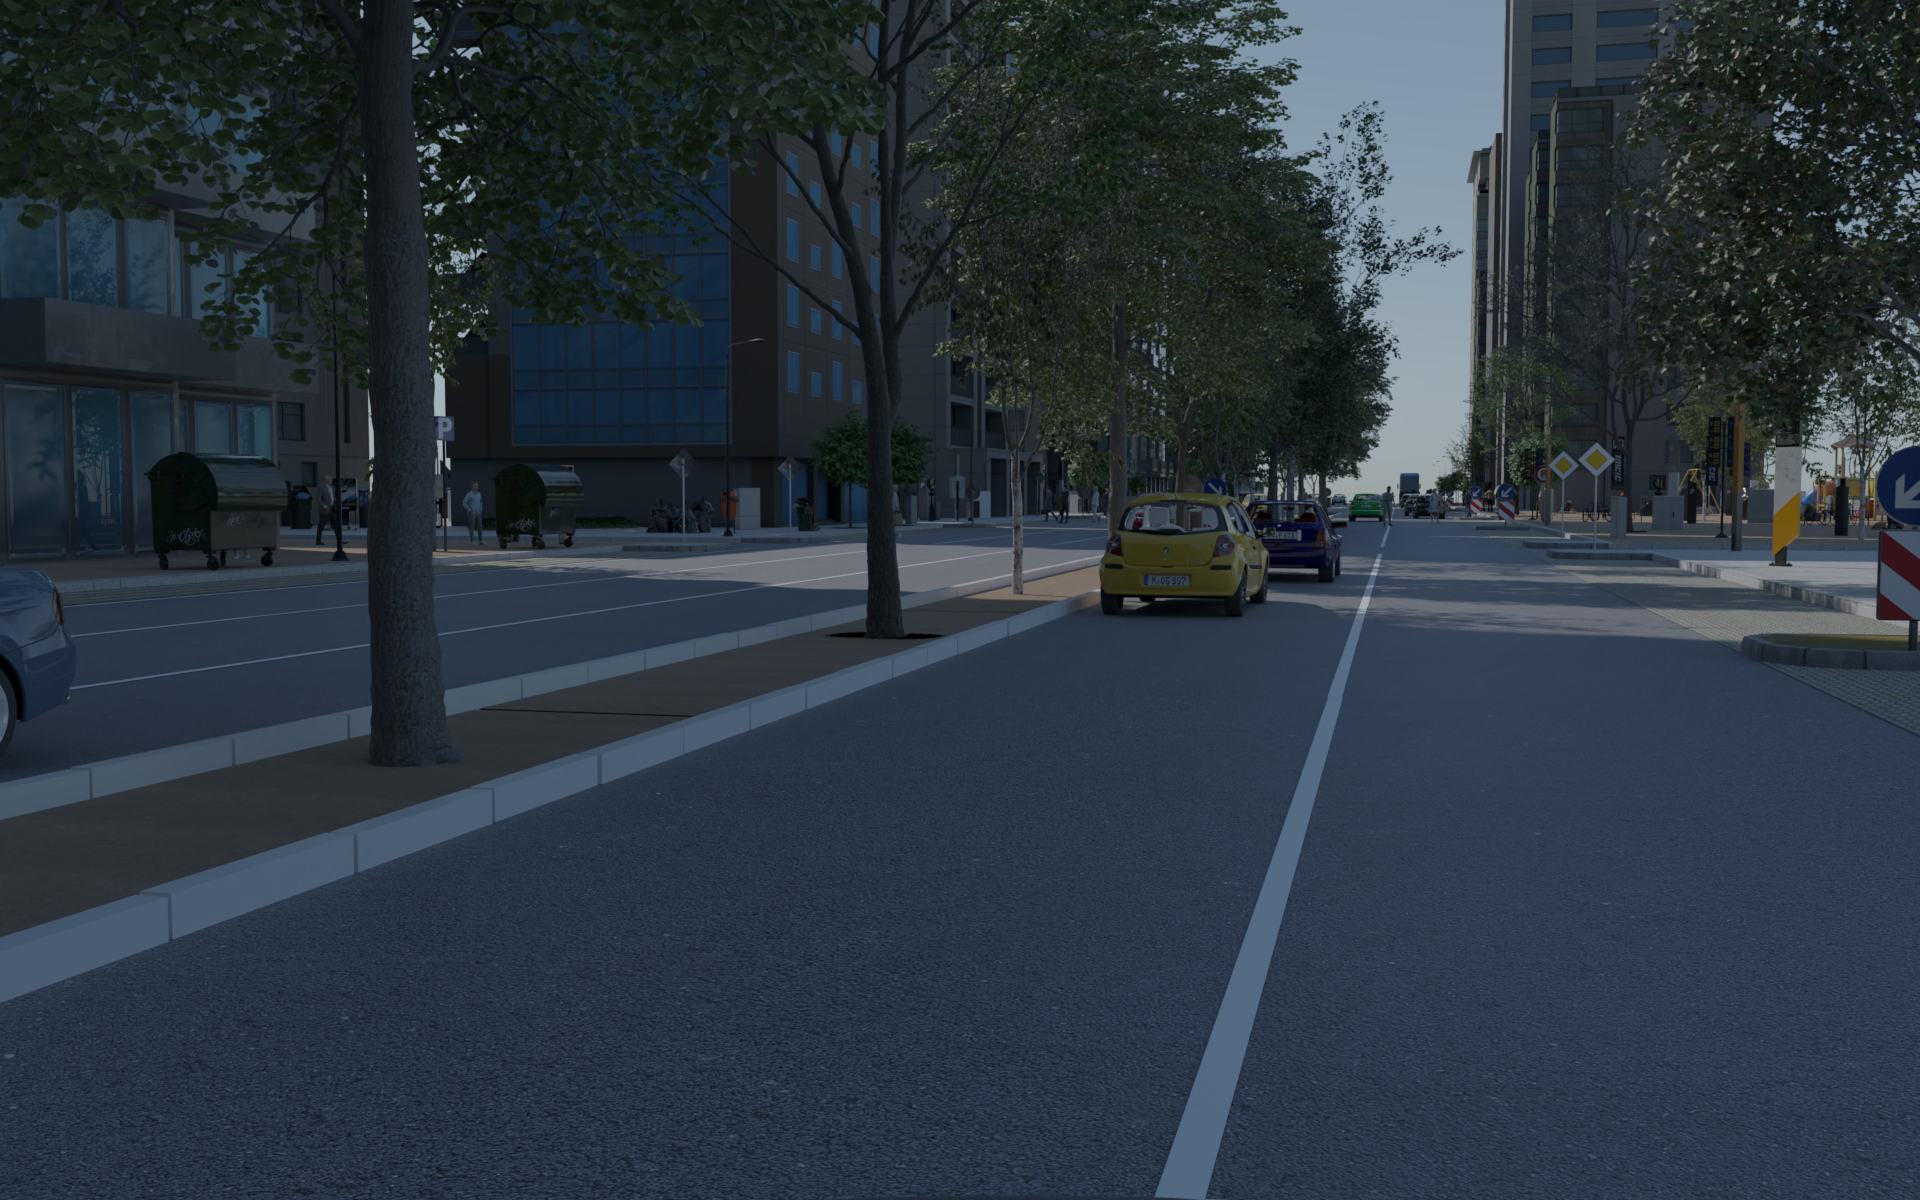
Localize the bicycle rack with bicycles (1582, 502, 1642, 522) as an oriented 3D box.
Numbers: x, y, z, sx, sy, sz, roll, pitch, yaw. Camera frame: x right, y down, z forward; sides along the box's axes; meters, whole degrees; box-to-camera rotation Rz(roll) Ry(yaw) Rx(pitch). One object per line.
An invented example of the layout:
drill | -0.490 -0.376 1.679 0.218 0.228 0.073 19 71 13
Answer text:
bicycle rack with bicycles | 29.799 -4.055 79.684 2.925 0.926 2.852 -2 4 -24

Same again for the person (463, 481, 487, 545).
person | -12.160 -2.172 43.374 0.330 1.601 0.589 3 5 44

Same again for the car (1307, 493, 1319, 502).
car | 31.732 -8.923 154.931 2.155 1.783 4.494 1 4 16

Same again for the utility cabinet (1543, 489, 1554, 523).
utility cabinet | 25.474 -4.056 74.997 0.318 1.500 1.173 1 4 23

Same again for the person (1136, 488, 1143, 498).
person | 11.134 -6.030 107.269 0.419 1.800 0.721 1 4 21

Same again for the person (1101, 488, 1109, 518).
person | 8.844 -5.850 104.570 0.576 1.772 0.534 -1 4 -19

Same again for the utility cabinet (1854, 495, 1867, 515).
utility cabinet | 49.012 -5.074 94.116 0.306 1.237 1.020 0 4 -6

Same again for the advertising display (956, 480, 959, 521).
advertising display | -0.107 -4.722 82.411 0.123 1.923 0.974 0 4 2

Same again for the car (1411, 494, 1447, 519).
car | 27.383 -5.584 101.091 2.009 1.686 4.222 1 4 13

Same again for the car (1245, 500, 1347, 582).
car | 5.592 -1.040 29.584 1.945 1.354 3.894 1 4 15

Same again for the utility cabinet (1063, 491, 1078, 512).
utility cabinet | 7.636 -6.894 121.393 1.173 1.500 0.318 0 4 -8

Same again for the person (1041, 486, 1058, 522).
person | 4.609 -4.918 88.868 0.822 1.834 0.622 1 4 19

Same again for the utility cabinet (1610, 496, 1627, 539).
utility cabinet | 19.143 -2.395 50.324 0.306 1.237 1.020 1 4 11

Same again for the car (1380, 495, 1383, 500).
car | 38.433 -8.981 159.196 2.083 1.381 4.827 1 4 13

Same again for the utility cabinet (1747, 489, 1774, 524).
utility cabinet | 34.616 -4.036 74.664 1.173 1.500 0.318 3 5 43

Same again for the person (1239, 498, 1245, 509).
person | 9.205 -2.698 56.856 0.306 1.304 0.590 -1 4 -13

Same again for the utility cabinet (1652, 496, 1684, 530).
utility cabinet | 25.219 -3.091 61.698 1.020 1.237 0.306 2 4 25

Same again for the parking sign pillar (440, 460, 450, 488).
parking sign pillar | -40.526 -9.074 136.834 1.447 3.967 1.447 1 4 16

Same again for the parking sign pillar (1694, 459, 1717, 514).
parking sign pillar | 47.740 -7.492 110.969 1.447 3.967 1.447 2 4 26

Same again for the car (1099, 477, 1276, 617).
car | 2.900 -0.708 21.803 2.015 1.641 3.980 1 4 16

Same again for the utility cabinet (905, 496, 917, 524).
utility cabinet | -2.079 -3.834 73.845 0.306 1.237 1.020 -1 4 -16

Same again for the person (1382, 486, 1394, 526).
person | 19.212 -4.221 77.695 0.511 1.800 0.466 -1 4 -16

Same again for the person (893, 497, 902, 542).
person | -2.068 -2.539 50.757 0.760 1.731 0.466 1 4 9

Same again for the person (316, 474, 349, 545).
person | -15.831 -2.269 43.545 0.834 1.777 0.661 1 4 11

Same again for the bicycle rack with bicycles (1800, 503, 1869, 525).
bicycle rack with bicycles | 36.073 -3.549 71.400 2.852 0.926 2.925 0 4 2

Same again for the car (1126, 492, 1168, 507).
car | 6.391 -2.850 55.638 2.155 1.783 4.494 1 4 13

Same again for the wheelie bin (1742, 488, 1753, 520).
wheelie bin | 38.578 -4.716 85.013 0.693 1.594 0.980 -2 4 -28

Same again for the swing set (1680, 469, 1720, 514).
swing set | 46.045 -6.795 108.719 2.862 2.851 3.119 1 4 13

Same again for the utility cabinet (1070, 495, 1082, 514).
utility cabinet | 7.634 -6.278 113.804 0.306 1.237 1.020 -2 4 -34

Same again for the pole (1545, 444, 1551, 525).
pole | 24.041 -4.708 70.818 0.158 3.312 0.155 0 3 0

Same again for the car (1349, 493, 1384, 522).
car | 21.590 -5.079 91.839 1.959 1.807 4.718 1 4 15

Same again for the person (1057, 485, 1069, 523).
person | 5.115 -4.736 85.300 0.474 1.900 0.648 -2 4 -26

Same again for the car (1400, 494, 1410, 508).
car | 45.372 -10.089 174.743 2.009 1.686 4.222 1 4 16

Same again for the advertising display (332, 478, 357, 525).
advertising display | -25.176 -4.015 70.853 0.974 1.923 0.123 -1 4 -11

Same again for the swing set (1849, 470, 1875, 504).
swing set | 58.156 -6.939 111.069 2.862 2.851 3.119 1 4 22

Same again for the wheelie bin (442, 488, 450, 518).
wheelie bin | -27.056 -5.121 91.642 0.693 1.594 0.980 0 4 -2

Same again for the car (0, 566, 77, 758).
car | -6.169 0.259 7.774 2.014 1.417 4.499 1 4 16

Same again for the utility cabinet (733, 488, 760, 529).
utility cabinet | -7.699 -3.291 62.489 0.318 1.500 1.173 2 4 32

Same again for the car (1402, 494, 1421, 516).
car | 30.277 -6.265 114.237 2.131 1.459 4.920 1 4 13

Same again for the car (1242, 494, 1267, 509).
car | 17.818 -5.744 104.144 2.015 1.641 3.980 1 4 13

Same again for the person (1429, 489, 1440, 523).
person | 23.160 -4.595 84.635 0.512 1.701 0.522 -2 4 -30

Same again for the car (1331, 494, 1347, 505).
car | 50.243 -13.316 229.512 2.131 1.459 4.920 1 4 16

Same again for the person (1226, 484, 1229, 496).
person | 8.033 -2.724 53.216 0.466 1.800 0.511 -1 4 -12

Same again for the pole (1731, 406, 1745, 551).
pole | 17.439 -2.751 38.817 0.158 3.312 0.155 0 3 0

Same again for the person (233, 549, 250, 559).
person | -14.219 -1.724 34.411 0.709 1.800 0.728 -1 4 -14

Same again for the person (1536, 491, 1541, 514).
person | 38.222 -6.596 113.988 0.850 1.850 0.679 -3 5 -40

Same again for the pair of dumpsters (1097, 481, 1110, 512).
pair of dumpsters | 10.438 -7.297 121.799 1.574 2.255 4.437 1 4 14

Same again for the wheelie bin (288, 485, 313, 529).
wheelie bin | -24.090 -3.385 63.252 0.980 1.594 0.693 2 4 28

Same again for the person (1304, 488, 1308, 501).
person | 20.895 -5.910 105.308 0.473 1.802 0.592 1 4 10

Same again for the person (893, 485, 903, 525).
person | -2.350 -3.210 61.476 0.515 1.767 0.782 -1 4 -21
